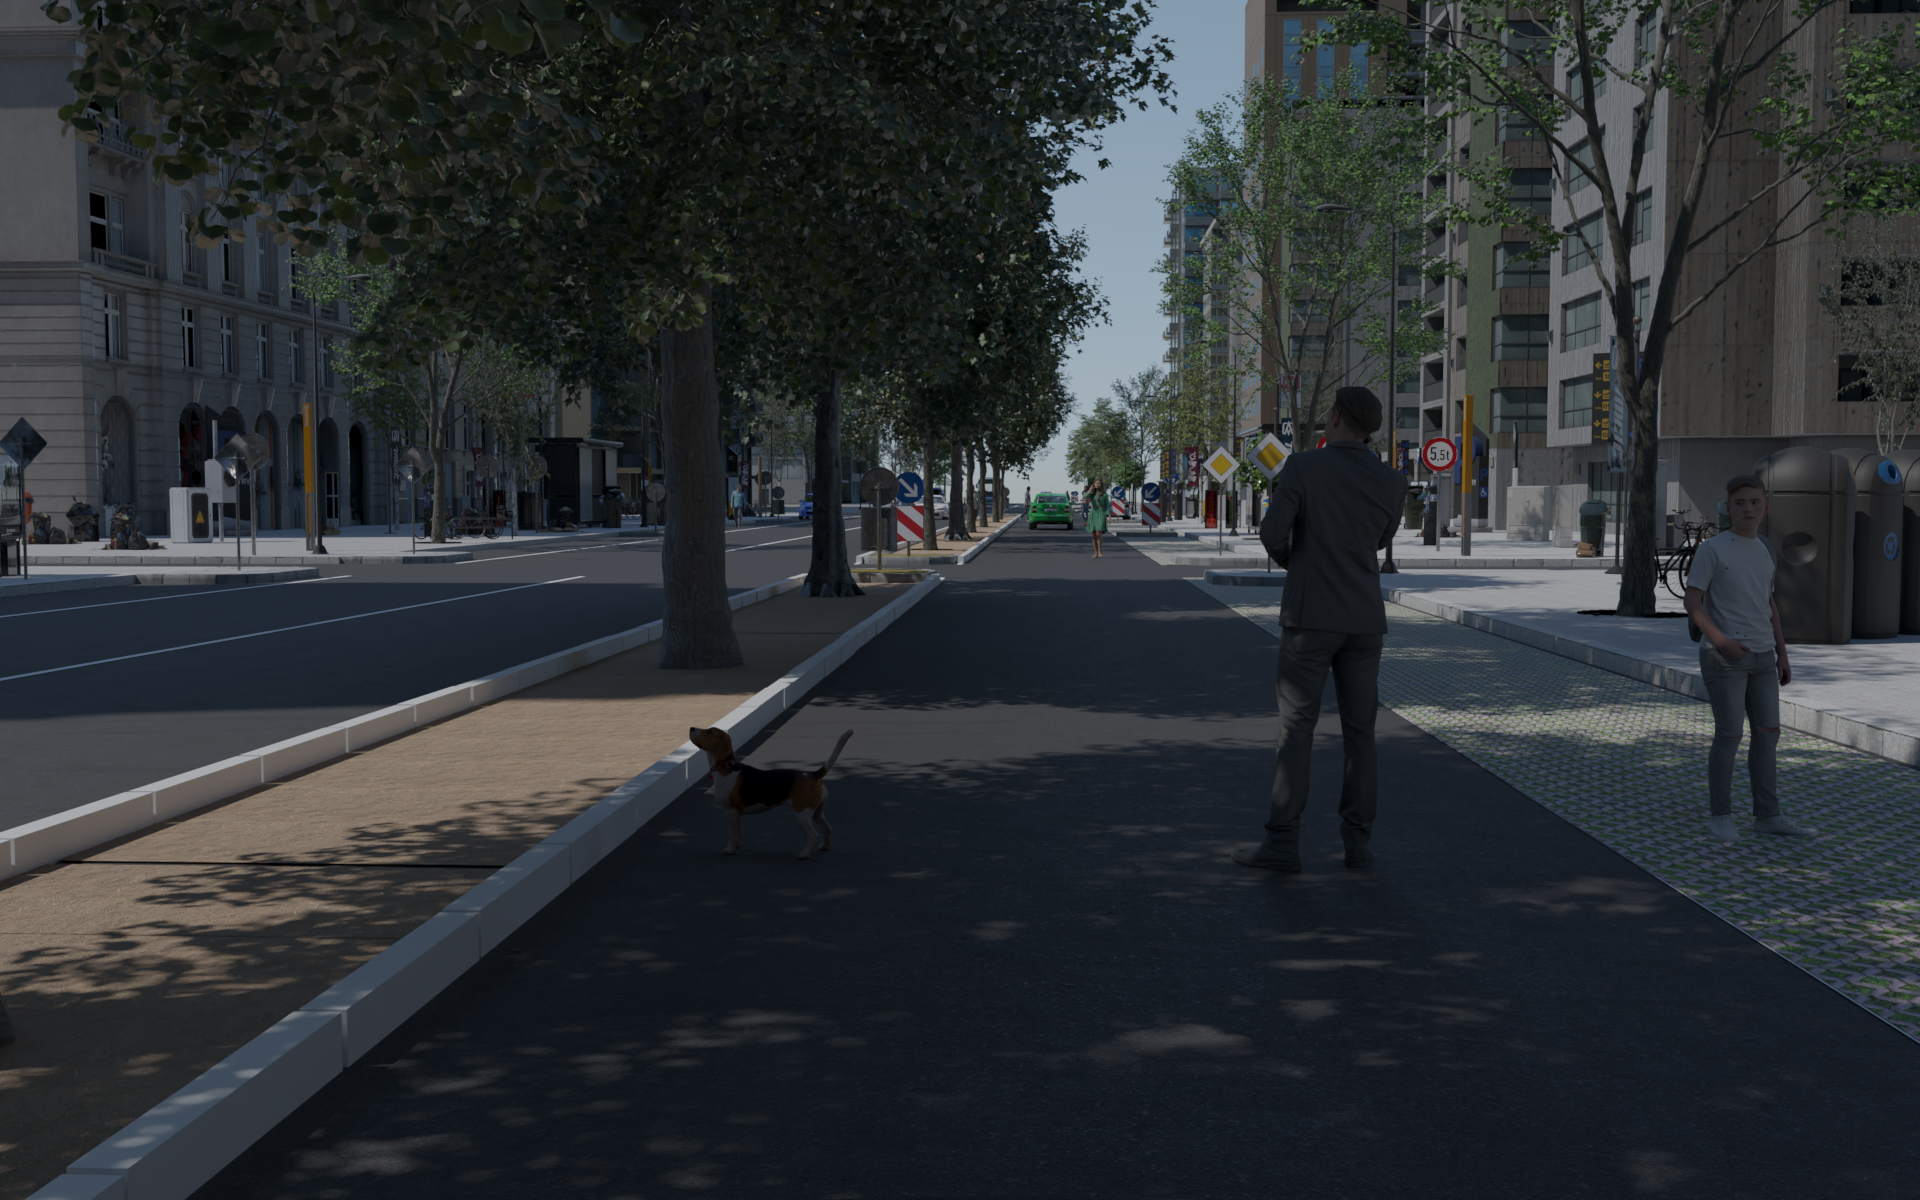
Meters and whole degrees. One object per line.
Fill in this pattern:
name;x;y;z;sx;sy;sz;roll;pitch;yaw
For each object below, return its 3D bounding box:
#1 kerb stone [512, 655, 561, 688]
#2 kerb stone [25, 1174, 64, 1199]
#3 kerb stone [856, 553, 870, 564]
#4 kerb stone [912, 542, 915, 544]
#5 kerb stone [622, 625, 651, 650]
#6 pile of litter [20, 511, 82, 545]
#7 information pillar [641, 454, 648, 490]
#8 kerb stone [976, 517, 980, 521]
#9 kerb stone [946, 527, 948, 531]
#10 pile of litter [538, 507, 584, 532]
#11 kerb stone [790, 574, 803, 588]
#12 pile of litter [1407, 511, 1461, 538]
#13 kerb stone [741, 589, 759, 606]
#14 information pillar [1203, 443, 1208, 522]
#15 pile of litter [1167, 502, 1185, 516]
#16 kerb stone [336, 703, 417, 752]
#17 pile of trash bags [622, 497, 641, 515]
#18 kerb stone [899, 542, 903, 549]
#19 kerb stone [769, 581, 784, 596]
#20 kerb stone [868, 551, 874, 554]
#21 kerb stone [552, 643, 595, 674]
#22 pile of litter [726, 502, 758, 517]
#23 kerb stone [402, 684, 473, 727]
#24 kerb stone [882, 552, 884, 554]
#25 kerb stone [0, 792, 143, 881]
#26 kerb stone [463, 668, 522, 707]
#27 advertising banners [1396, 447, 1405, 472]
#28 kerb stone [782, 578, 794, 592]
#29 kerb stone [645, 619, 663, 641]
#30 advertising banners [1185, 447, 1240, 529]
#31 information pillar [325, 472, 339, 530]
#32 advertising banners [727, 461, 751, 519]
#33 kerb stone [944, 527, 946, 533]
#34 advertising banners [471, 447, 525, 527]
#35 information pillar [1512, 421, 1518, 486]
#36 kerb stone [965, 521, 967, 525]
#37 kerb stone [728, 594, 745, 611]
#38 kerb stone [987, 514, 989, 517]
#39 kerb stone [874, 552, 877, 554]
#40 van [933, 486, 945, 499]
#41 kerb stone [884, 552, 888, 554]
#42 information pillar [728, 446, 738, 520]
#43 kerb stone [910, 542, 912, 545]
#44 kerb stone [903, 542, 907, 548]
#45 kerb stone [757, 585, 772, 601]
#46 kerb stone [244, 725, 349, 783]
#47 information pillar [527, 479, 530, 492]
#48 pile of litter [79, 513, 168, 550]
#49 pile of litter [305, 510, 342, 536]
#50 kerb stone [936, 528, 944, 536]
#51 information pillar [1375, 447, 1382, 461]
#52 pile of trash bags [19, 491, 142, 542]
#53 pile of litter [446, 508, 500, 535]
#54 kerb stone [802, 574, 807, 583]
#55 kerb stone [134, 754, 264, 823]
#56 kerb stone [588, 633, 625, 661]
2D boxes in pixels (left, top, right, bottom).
kerb stone;-3.240;0.556;13.104;0.120;0.150;1.000;0;4;3
kerb stone;-1.662;1.190;2.774;0.120;0.150;1.000;0;4;3
kerb stone;-2.055;-0.855;36.182;0.120;0.150;1.000;0;4;3
kerb stone;-1.423;-1.593;48.438;0.120;0.150;1.000;0;4;3
kerb stone;-3.089;0.375;16.181;0.120;0.150;1.000;0;4;3
pile of litter;-23.443;-1.855;44.291;1.719;0.858;1.176;0;4;3
information pillar;-18.587;-6.778;102.177;0.504;3.616;0.183;1;4;21
kerb stone;1.113;-4.607;97.595;0.120;0.150;1.000;0;4;3
kerb stone;-0.631;-2.542;63.800;0.120;0.150;1.000;0;4;3
pile of litter;-13.325;-2.703;58.164;1.719;0.858;1.176;1;4;15
kerb stone;-2.560;-0.259;26.429;0.120;0.150;1.000;0;4;3
pile of litter;14.100;-2.288;51.366;1.176;0.858;1.719;-2;4;-26
kerb stone;-2.771;-0.006;22.336;0.120;0.150;1.000;0;4;3
information pillar;11.134;-5.330;78.503;0.183;3.616;0.504;-1;4;-9
pile of litter;12.604;-5.444;102.974;1.176;0.858;1.719;-2;4;-32
kerb stone;-3.404;0.747;10.039;0.120;0.150;1.000;0;4;3
pile of trash bags;-20.201;-5.934;106.779;1.912;1.369;3.447;1;4;22
kerb stone;-1.633;-1.355;44.353;0.120;0.150;1.000;0;4;3
kerb stone;-2.654;-0.134;24.383;0.120;0.150;1.000;0;4;3
kerb stone;-2.002;-0.918;37.205;0.120;0.150;1.000;0;4;3
kerb stone;-3.189;0.493;14.134;0.120;0.150;1.000;0;4;3
pile of litter;-12.216;-5.123;97.732;1.719;0.858;1.176;0;4;-1
kerb stone;-3.350;0.681;11.061;0.120;0.150;1.000;0;4;3
kerb stone;-1.891;-1.040;39.246;0.120;0.150;1.000;0;4;3
kerb stone;-3.557;0.932;6.956;0.120;0.150;1.000;0;4;3
kerb stone;-3.287;0.620;12.081;0.120;0.150;1.000;0;4;3
advertising banners;15.952;-4.186;64.634;2.074;3.025;0.090;-3;4;-38
kerb stone;-2.605;-0.192;25.406;0.120;0.150;1.000;0;4;3
kerb stone;-3.029;0.305;17.202;0.120;0.150;1.000;0;4;3
advertising banners;9.337;-4.153;64.094;2.074;3.025;0.090;0;4;-1
information pillar;-21.166;-3.296;58.385;0.304;2.012;0.304;1;4;12
advertising banners;-11.951;-5.760;90.370;2.074;3.025;0.090;0;4;-7
kerb stone;-0.687;-2.477;62.780;0.120;0.150;1.000;0;4;3
advertising banners;-17.321;-4.220;65.190;2.074;3.025;0.090;-2;4;-26
information pillar;17.694;-3.906;55.217;0.183;3.616;0.504;1;4;9
kerb stone;0.427;-3.798;84.289;0.120;0.150;1.000;0;4;3
kerb stone;-2.831;0.057;21.309;0.120;0.150;1.000;0;4;3
kerb stone;1.740;-5.358;109.878;0.120;0.150;1.000;0;4;3
kerb stone;-1.951;-0.980;38.225;0.120;0.150;1.000;0;4;3
van;-2.454;-9.311;156.611;2.240;2.365;5.245;0;4;4
kerb stone;-1.839;-1.103;40.267;0.120;0.150;1.000;0;4;3
information pillar;-11.161;-5.741;85.212;0.504;3.616;0.183;0;4;5
kerb stone;-1.470;-1.541;47.417;0.120;0.150;1.000;0;4;3
kerb stone;-1.521;-1.480;46.396;0.120;0.150;1.000;0;4;3
kerb stone;-2.708;-0.070;23.356;0.120;0.150;1.000;0;4;3
kerb stone;-3.454;0.807;9.006;0.120;0.150;1.000;0;4;3
information pillar;-21.114;-4.939;85.236;0.304;2.012;0.304;-2;4;-35
pile of litter;-19.213;-1.597;40.073;1.719;0.858;1.176;2;4;24
pile of litter;-19.966;-2.464;54.259;1.176;0.858;1.719;0;4;-1
kerb stone;-0.737;-2.420;61.758;0.120;0.150;1.000;0;4;3
information pillar;20.638;-5.761;85.547;0.183;3.616;0.504;-1;4;-17
pile of trash bags;-23.966;-2.281;47.047;3.447;1.369;1.912;-1;4;-12
pile of litter;-15.440;-2.486;54.617;1.719;0.858;1.176;0;4;-4
kerb stone;-2.498;-0.319;27.449;0.120;0.150;1.000;0;4;3
kerb stone;-3.504;0.870;7.977;0.120;0.150;1.000;0;4;3
kerb stone;-3.141;0.431;15.155;0.120;0.150;1.000;0;4;3
